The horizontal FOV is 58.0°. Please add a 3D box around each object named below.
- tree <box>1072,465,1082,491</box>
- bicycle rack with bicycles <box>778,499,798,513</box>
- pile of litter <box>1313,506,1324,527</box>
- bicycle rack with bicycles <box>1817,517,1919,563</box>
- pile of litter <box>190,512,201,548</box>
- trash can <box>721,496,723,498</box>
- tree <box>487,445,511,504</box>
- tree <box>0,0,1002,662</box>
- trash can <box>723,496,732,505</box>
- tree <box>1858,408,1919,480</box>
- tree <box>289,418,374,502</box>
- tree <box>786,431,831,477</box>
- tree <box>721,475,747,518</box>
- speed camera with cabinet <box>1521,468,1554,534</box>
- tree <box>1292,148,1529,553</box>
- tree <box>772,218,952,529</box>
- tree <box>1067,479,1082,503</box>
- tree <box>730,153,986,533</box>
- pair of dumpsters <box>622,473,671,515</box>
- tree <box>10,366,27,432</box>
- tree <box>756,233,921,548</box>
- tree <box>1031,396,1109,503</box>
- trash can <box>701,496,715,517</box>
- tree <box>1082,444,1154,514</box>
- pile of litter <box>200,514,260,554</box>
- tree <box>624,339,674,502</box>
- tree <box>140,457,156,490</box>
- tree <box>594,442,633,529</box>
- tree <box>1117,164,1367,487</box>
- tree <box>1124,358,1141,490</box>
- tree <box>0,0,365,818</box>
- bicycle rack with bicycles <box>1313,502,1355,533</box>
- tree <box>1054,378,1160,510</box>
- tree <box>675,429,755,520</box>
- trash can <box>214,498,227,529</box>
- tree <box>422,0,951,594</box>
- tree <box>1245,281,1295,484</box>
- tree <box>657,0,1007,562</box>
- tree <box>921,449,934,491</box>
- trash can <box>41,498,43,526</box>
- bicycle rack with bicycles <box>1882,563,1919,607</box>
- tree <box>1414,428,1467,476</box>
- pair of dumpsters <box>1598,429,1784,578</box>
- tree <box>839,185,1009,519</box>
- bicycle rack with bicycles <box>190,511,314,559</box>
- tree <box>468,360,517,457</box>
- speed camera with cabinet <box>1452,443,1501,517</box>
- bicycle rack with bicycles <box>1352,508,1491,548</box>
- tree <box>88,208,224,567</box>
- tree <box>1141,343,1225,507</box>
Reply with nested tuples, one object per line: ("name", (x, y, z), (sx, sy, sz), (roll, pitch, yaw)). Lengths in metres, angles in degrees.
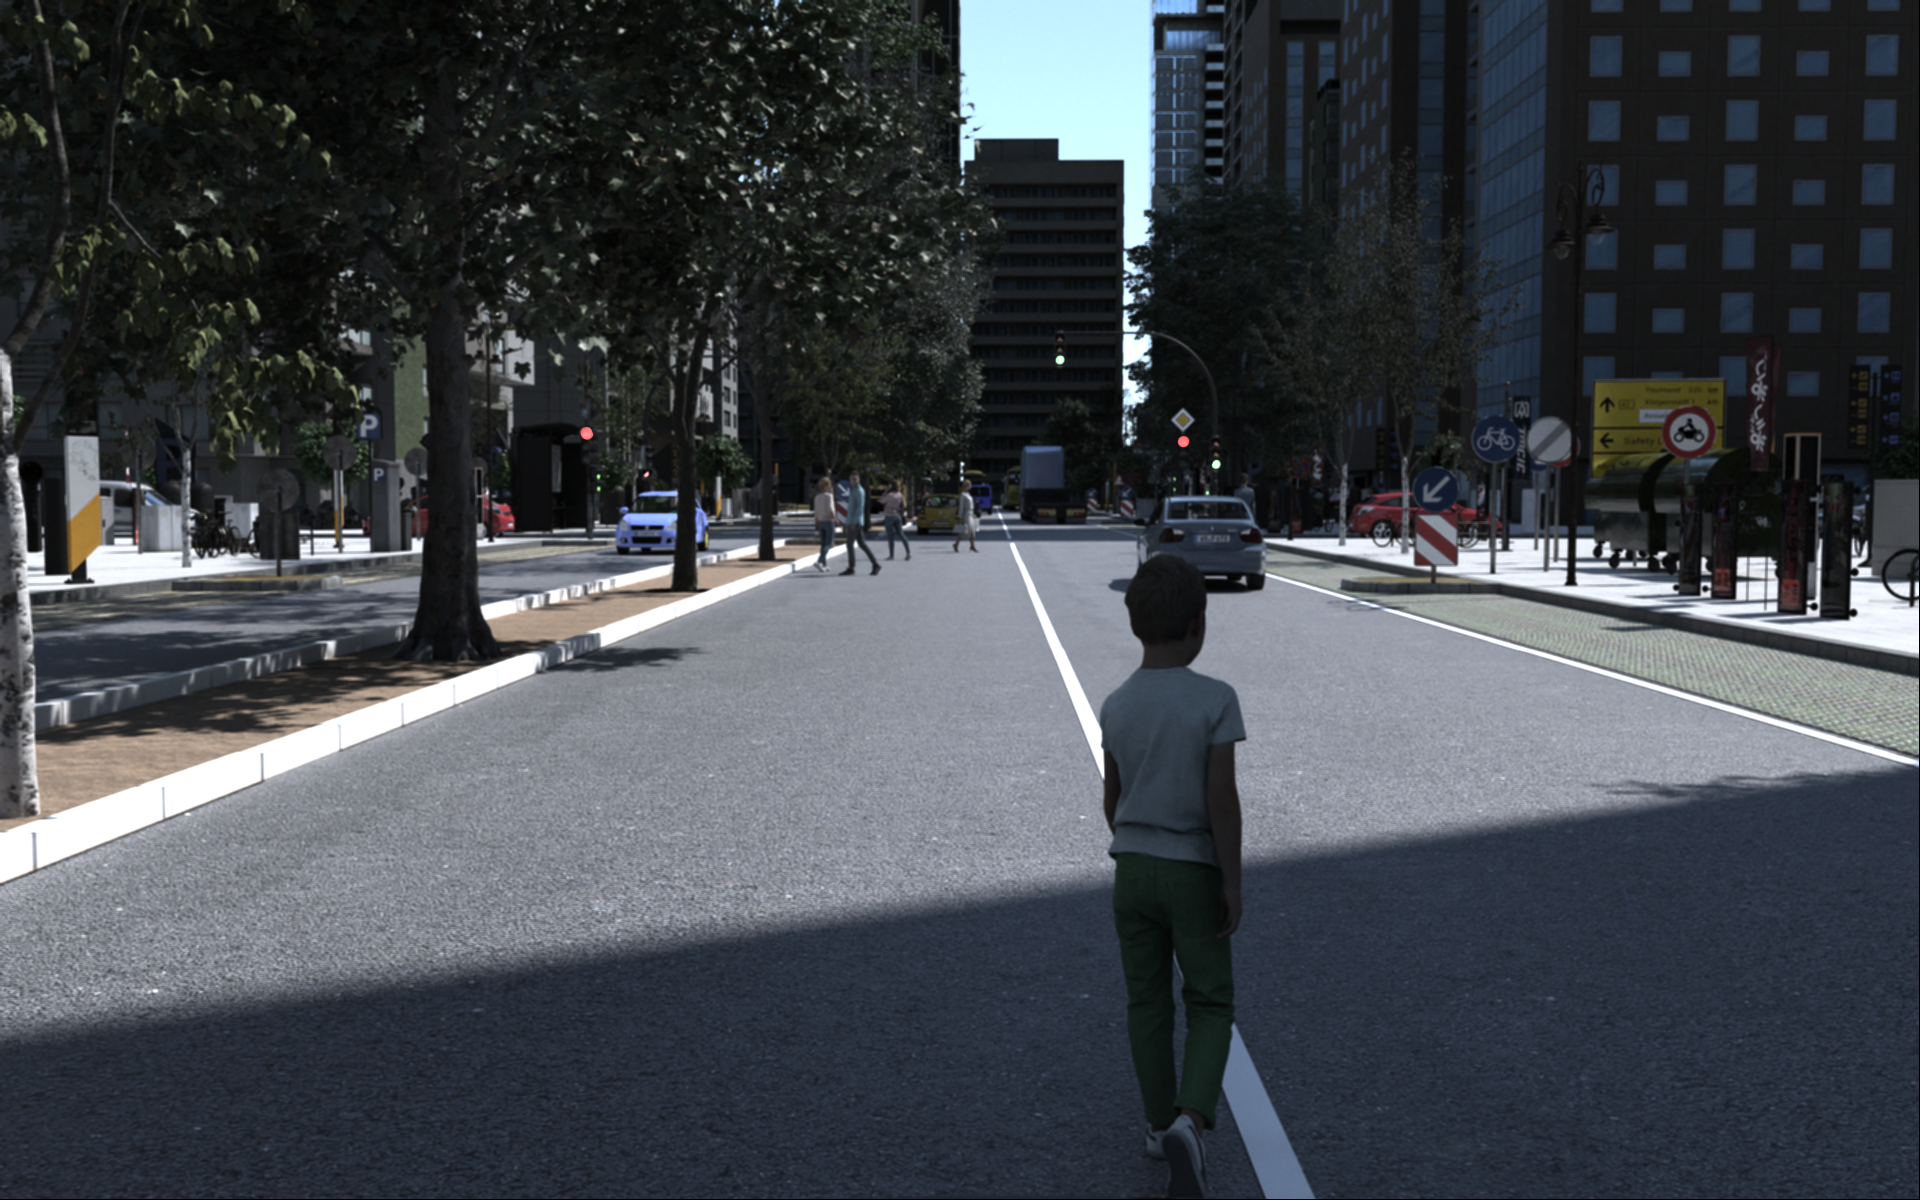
("tree", (12.223, -11.001, 163.579), (4.285, 4.588, 4.351), (0, 3, 0))
("bicycle rack with bicycles", (-13.439, -7.073, 129.025), (2.925, 0.926, 2.852), (-2, 4, -29))
("pile of litter", (13.428, -3.258, 67.226), (1.719, 0.858, 1.176), (-2, 4, -30))
("bicycle rack with bicycles", (18.186, -1.363, 35.660), (2.852, 0.926, 2.925), (2, 4, 35))
("pile of litter", (-17.956, -1.679, 41.409), (1.719, 0.858, 1.176), (2, 4, 25))
("trash can", (-17.603, -7.020, 126.438), (0.748, 1.137, 0.748), (0, 3, 0))
("tree", (-18.016, -4.525, 68.583), (1.663, 3.219, 1.824), (0, 3, 0))
("tree", (-4.450, -5.837, 14.908), (9.611, 12.733, 9.660), (0, 3, 0))
("trash can", (-14.094, -5.861, 107.478), (0.748, 1.137, 0.748), (0, 3, 0))
("tree", (35.392, -4.947, 64.591), (4.285, 4.588, 4.351), (0, 3, 0))
("tree", (-24.089, -5.074, 66.674), (4.285, 4.588, 4.351), (0, 3, 0))
("tree", (-10.986, -12.791, 143.538), (7.601, 10.594, 8.767), (0, 4, 3))
("tree", (-12.650, -6.105, 94.417), (1.663, 3.219, 1.824), (0, 3, 0))
("speed camera with cabinet", (18.917, -3.810, 56.630), (0.660, 3.252, 2.038), (2, 4, 31))
("tree", (9.647, -5.297, 36.962), (4.360, 8.622, 3.978), (0, 3, 0))
("tree", (-3.928, -9.173, 70.569), (7.486, 12.596, 7.792), (0, 3, 0))
("tree", (12.162, -11.612, 184.456), (1.663, 3.219, 1.824), (0, 3, 0))
("tree", (-3.622, -9.337, 61.765), (9.857, 13.997, 8.962), (0, 3, 0))
("pair of dumpsters", (-14.089, -4.604, 77.763), (1.574, 2.255, 4.437), (0, 4, 1))
("tree", (-19.330, -2.999, 32.745), (4.285, 4.588, 4.351), (0, 3, 0))
("tree", (-3.391, -5.671, 45.534), (4.737, 8.622, 4.395), (0, 3, 0))
("tree", (12.610, -17.360, 200.844), (9.611, 12.733, 9.660), (0, 3, 0))
("trash can", (-14.173, -5.221, 97.023), (0.748, 1.137, 0.748), (0, 3, 0))
("tree", (11.109, -7.963, 113.909), (4.285, 4.588, 4.351), (0, 3, 0))
("pile of litter", (-15.510, -1.473, 38.043), (1.176, 0.858, 1.719), (3, 5, 44))
("tree", (-13.559, -7.355, 70.614), (4.737, 8.622, 4.395), (0, 3, 0))
("tree", (-29.932, -4.321, 65.252), (1.663, 3.219, 1.824), (0, 3, 0))
("tree", (-13.260, -4.286, 64.684), (1.663, 3.219, 1.824), (0, 3, 0))
("tree", (10.846, -9.821, 67.224), (9.857, 13.997, 8.962), (0, 3, 0))
("tree", (10.256, -8.529, 89.817), (4.360, 8.622, 3.978), (0, 3, 0))
("tree", (-4.134, -3.325, 7.181), (4.737, 8.622, 4.395), (0, 3, 0))
("bicycle rack with bicycles", (13.273, -2.712, 57.720), (2.852, 0.926, 2.925), (0, 4, -6))
("tree", (11.663, -12.551, 139.619), (8.767, 10.594, 7.601), (-1, 4, -20))
("tree", (-11.991, -6.304, 86.778), (4.285, 4.588, 4.351), (0, 3, 0))
("trash can", (-27.662, -3.230, 64.471), (0.748, 1.137, 0.748), (0, 3, 0))
("tree", (-3.905, -5.906, 24.784), (9.928, 11.665, 9.643), (0, 3, 0))
("tree", (9.455, -5.671, 43.076), (4.360, 8.622, 3.978), (0, 3, 0))
("tree", (-4.098, -7.561, 36.456), (12.009, 13.543, 11.850), (0, 3, 0))
("tree", (-2.955, -8.368, 89.643), (4.737, 8.622, 4.395), (0, 3, 0))
("trash can", (-36.915, -3.569, 70.014), (0.748, 1.137, 0.748), (0, 3, 0))
("bicycle rack with bicycles", (12.059, -0.393, 19.801), (2.852, 0.926, 2.925), (-3, 5, -40))
("tree", (24.263, -6.226, 85.508), (4.285, 4.588, 4.351), (0, 3, 0))
("pair of dumpsters", (11.838, -1.557, 27.946), (1.574, 2.255, 4.437), (0, 4, 1))
("tree", (-4.017, -14.662, 98.068), (12.611, 20.169, 13.585), (0, 3, 0))
("bicycle rack with bicycles", (-14.632, -1.335, 35.204), (2.852, 0.926, 2.925), (0, 4, 7))
("tree", (-25.130, -8.519, 89.655), (4.360, 8.622, 3.978), (0, 3, 0))
("speed camera with cabinet", (19.745, -4.419, 66.592), (0.660, 3.252, 2.038), (-3, 5, -42))
("bicycle rack with bicycles", (11.379, -1.735, 41.746), (2.925, 0.926, 2.852), (0, 4, -4))
("tree", (-13.674, -4.889, 30.293), (4.360, 8.622, 3.978), (0, 3, 0))
("tree", (10.266, -7.766, 77.329), (4.360, 8.622, 3.978), (0, 3, 0))
